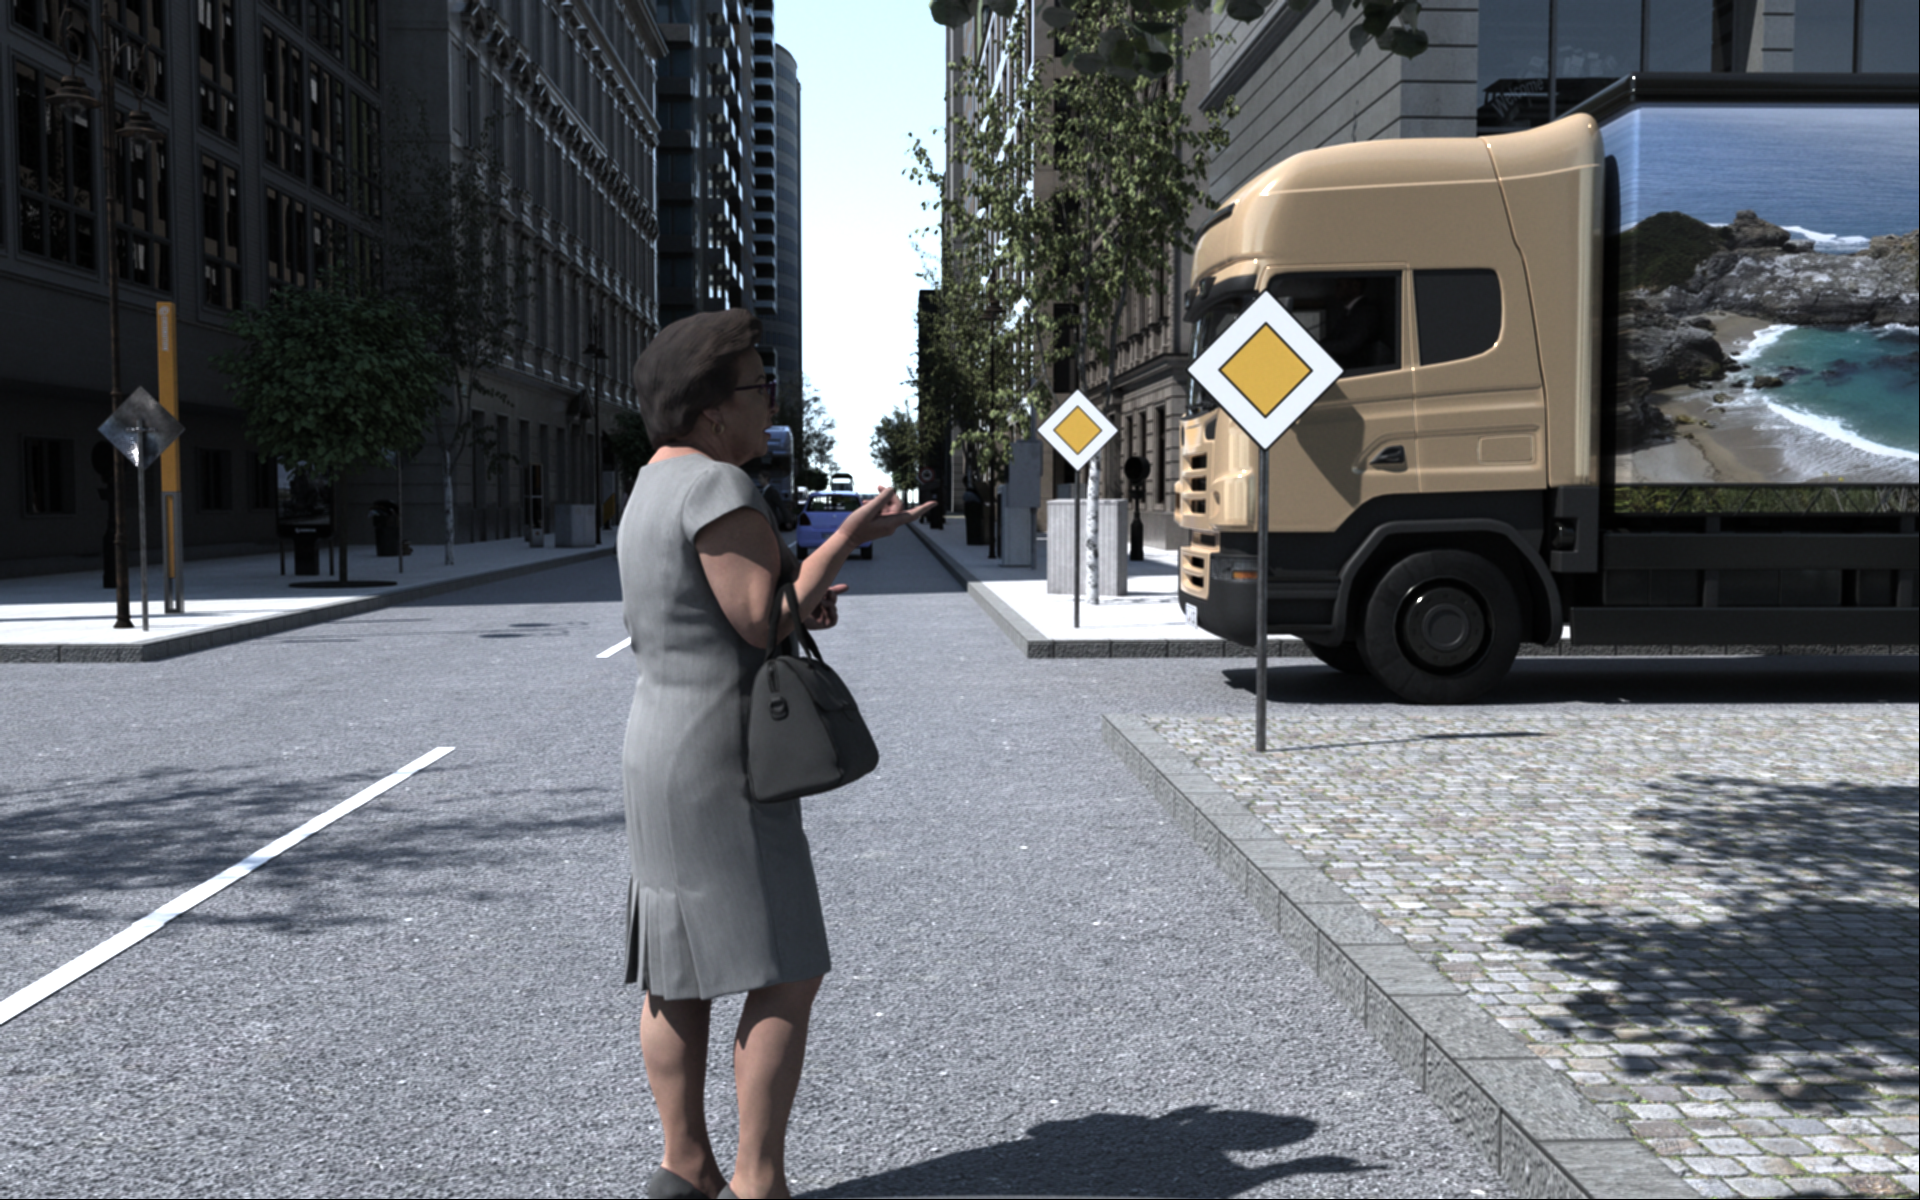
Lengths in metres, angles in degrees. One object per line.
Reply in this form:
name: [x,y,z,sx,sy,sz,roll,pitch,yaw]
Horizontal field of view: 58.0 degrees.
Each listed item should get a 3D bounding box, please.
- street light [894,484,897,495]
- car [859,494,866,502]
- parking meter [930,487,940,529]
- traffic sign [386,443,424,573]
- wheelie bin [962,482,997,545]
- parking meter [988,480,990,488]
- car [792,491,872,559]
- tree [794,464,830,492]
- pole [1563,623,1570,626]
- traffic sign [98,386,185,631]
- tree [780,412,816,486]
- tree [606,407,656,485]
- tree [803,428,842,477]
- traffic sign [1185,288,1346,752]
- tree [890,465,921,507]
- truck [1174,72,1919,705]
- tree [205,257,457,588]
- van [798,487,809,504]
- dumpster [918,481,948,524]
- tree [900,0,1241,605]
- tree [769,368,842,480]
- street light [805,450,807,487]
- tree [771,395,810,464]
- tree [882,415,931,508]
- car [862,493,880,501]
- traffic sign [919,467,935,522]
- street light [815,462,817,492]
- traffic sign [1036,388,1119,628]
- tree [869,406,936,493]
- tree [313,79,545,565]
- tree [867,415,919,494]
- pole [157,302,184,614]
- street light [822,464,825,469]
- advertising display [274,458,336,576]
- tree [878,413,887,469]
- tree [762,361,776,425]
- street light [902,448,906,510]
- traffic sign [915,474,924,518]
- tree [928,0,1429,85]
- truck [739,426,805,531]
street light: [-6.899,-13.576,194.751,0.468,5.910,1.993,0,4,-3]
car: [-7.108,-7.238,127.138,1.959,1.807,4.718,0,4,-3]
parking meter: [-0.922,-3.417,64.285,0.372,1.533,0.369,0,3,0]
traffic sign: [-9.062,-1.641,28.020,0.795,2.450,0.064,0,4,3]
wheelie bin: [0.472,-2.188,43.682,0.693,1.594,0.980,2,4,33]
parking meter: [1.309,-4.092,72.609,0.255,1.863,0.399,0,4,3]
car: [-2.857,-1.818,39.318,1.945,1.707,3.694,0,4,-5]
tree: [-17.416,-13.977,212.235,4.285,4.588,4.351,0,3,0]
pole: [5.944,-1.402,16.774,0.158,3.312,0.155,0,3,0]
traffic sign: [-7.619,-0.765,16.147,0.795,2.450,0.064,0,4,-3]
tree: [-14.854,-12.404,153.168,4.360,8.622,3.978,0,3,0]
tree: [-10.009,-4.478,56.929,4.285,4.588,4.351,0,3,0]
tree: [-20.144,-19.036,245.656,7.601,10.594,8.767,-3,5,-44]
traffic sign: [1.495,-0.301,8.563,0.795,2.450,0.064,0,4,-3]
tree: [-5.371,-11.700,175.004,4.285,4.588,4.351,0,3,0]
truck: [6.662,-1.460,12.792,11.283,4.237,2.839,0,4,-1]
tree: [-8.708,-2.471,24.116,4.285,4.588,4.351,0,3,0]
van: [-9.205,-5.506,97.029,2.013,2.044,4.112,0,4,-3]
dumpster: [-1.173,-4.294,75.963,1.264,1.857,1.865,0,4,-3]
tree: [1.476,-4.264,20.081,4.737,8.622,4.395,0,3,0]
tree: [-16.101,-15.721,167.414,12.009,13.543,11.850,0,3,0]
street light: [-15.640,-12.471,176.691,0.468,5.910,1.993,0,4,-3]
tree: [-13.611,-10.887,128.372,4.737,8.622,4.395,0,3,0]
tree: [-4.798,-12.443,153.811,4.360,8.622,3.978,0,3,0]
car: [-5.201,-6.075,108.118,1.959,1.807,4.718,0,4,-1]
traffic sign: [-1.527,-4.899,80.205,0.768,2.556,0.104,0,4,4]
street light: [-16.960,-14.157,204.254,0.468,5.910,1.993,0,4,-3]
traffic sign: [1.117,-0.789,16.539,0.795,2.450,0.064,0,4,-3]
tree: [-6.147,-15.258,183.887,7.601,10.594,8.767,-1,4,-20]
tree: [-9.297,-4.929,30.950,4.360,8.622,3.978,0,3,0]
tree: [-8.653,-18.497,228.176,9.928,11.665,9.643,0,3,0]
pole: [-8.447,-1.510,18.528,0.158,3.312,0.155,0,3,0]
street light: [-18.359,-15.891,232.611,0.468,5.910,1.993,0,4,-3]
advertising display: [-10.314,-1.351,27.305,0.974,1.923,0.123,1,4,11]
tree: [0.410,-5.913,47.036,4.737,8.622,4.395,0,3,0]
tree: [-11.797,-8.440,88.359,4.360,8.622,3.978,0,3,0]
street light: [-4.332,-10.215,139.809,0.468,5.910,1.993,0,4,-3]
traffic sign: [-1.703,-4.860,80.652,0.795,2.450,0.064,0,4,1]
tree: [2.481,-5.839,2.119,9.857,13.997,8.962,0,3,0]
truck: [-8.093,-5.161,74.139,2.967,4.110,18.799,0,4,-3]
